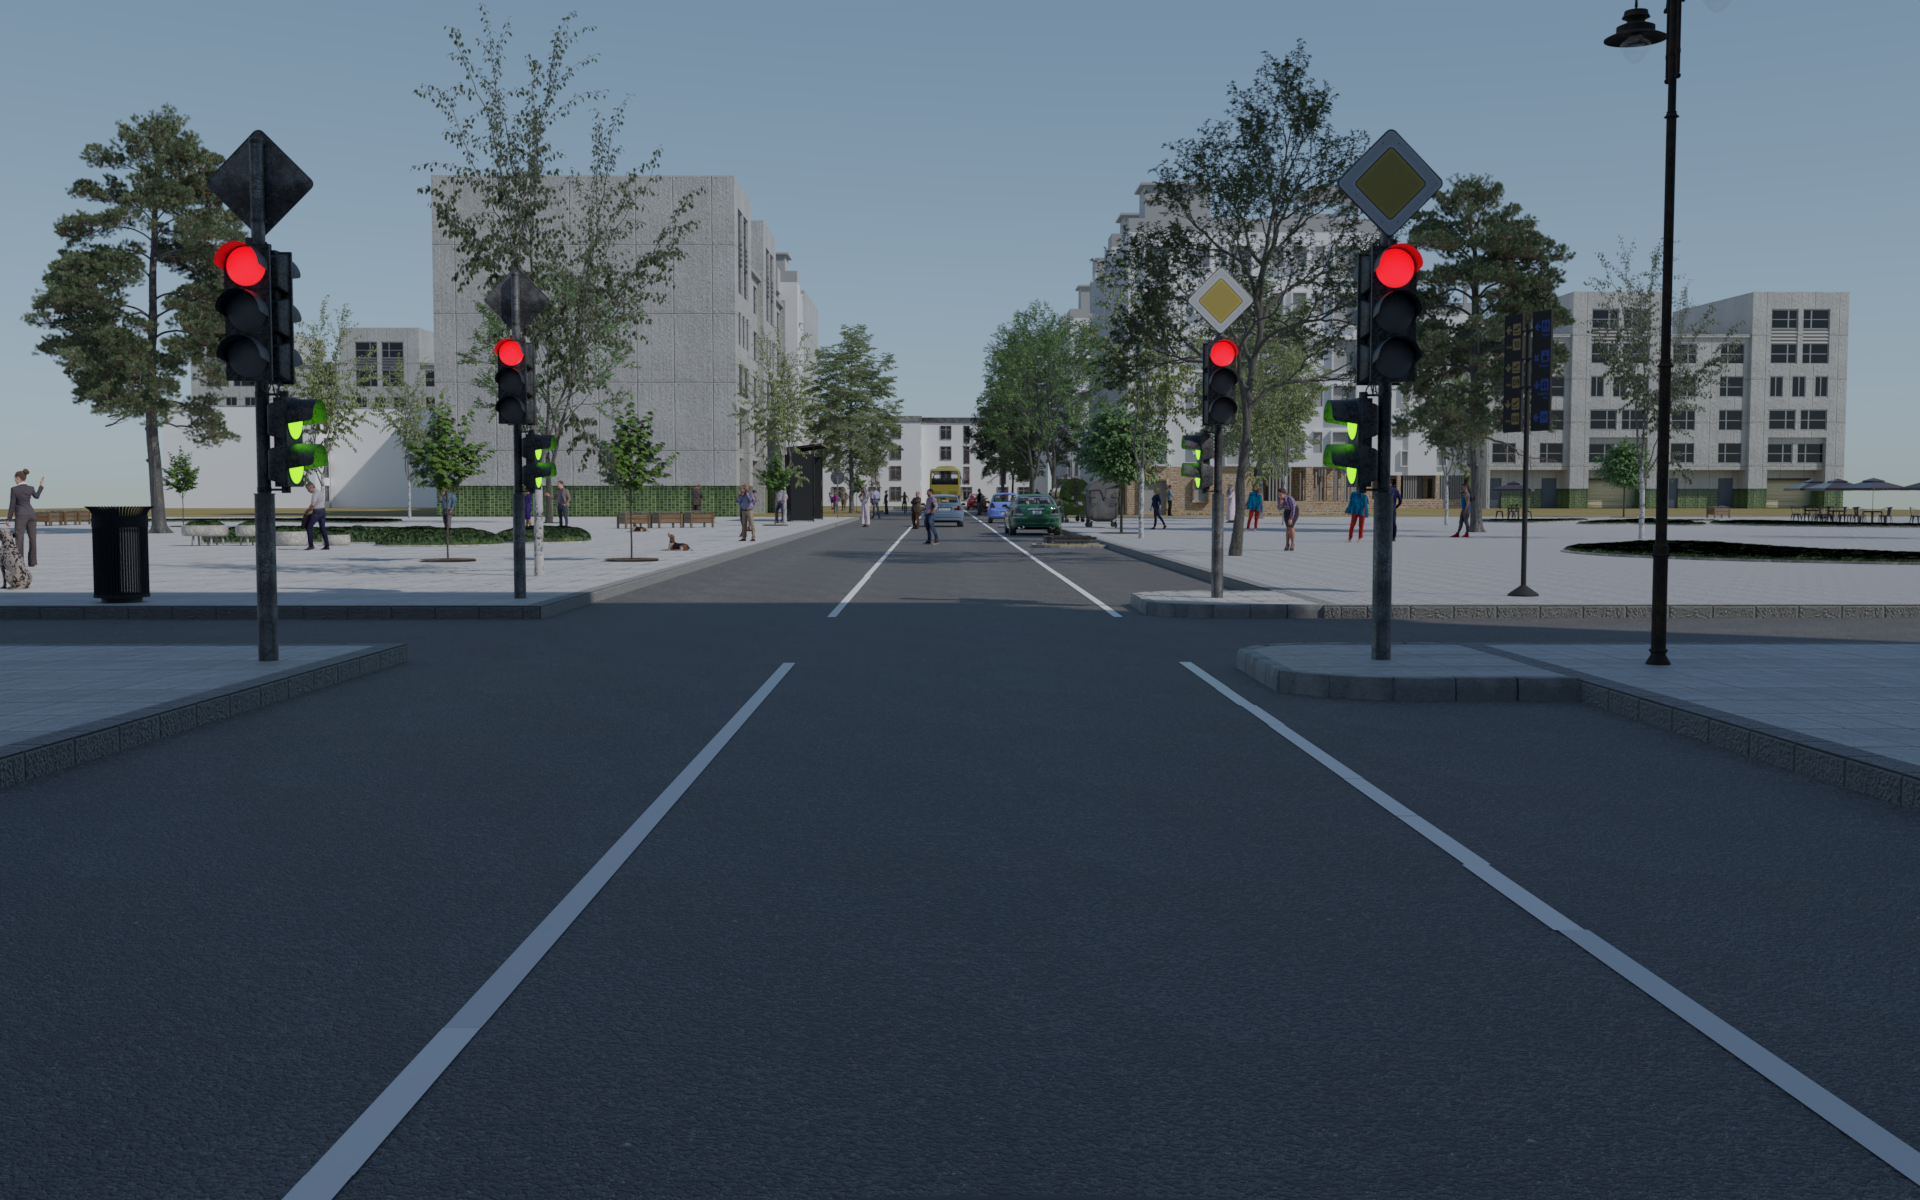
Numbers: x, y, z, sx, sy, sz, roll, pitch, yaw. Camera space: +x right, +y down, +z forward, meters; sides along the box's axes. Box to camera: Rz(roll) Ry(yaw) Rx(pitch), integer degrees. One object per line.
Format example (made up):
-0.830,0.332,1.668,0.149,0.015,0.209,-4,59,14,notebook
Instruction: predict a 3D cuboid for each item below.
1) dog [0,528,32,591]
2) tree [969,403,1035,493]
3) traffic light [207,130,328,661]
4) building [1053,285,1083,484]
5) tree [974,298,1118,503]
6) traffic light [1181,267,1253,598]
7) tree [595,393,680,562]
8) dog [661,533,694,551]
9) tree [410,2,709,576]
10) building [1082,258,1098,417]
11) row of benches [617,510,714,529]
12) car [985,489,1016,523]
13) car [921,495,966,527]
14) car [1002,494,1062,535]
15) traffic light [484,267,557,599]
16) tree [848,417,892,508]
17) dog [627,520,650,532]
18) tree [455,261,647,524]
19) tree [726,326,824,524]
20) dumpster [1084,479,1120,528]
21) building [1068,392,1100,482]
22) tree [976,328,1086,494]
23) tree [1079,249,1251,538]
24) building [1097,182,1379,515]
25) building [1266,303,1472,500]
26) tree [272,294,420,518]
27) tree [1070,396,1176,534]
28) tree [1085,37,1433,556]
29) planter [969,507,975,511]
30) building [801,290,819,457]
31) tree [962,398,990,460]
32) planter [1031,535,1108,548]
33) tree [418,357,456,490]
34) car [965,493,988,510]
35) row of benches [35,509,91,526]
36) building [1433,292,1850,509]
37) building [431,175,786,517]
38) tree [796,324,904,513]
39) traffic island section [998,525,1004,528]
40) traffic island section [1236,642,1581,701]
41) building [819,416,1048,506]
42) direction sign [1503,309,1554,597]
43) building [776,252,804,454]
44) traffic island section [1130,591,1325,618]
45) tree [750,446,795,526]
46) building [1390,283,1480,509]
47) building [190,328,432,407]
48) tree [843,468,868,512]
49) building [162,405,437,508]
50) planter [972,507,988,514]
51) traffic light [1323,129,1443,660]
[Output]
-12.822,-0.549,23.361,0.513,0.831,0.800,-1,4,-17,dog
4.219,-15.179,170.239,6.751,12.117,7.091,0,3,0,tree
-5.310,-1.467,13.224,0.839,4.213,0.868,0,4,-1,traffic light
17.193,-18.710,162.325,16.016,20.091,11.380,0,4,-1,building
4.894,-10.247,93.300,9.928,11.665,9.643,0,3,0,tree
3.162,-1.962,21.319,0.839,4.213,0.868,0,4,-1,traffic light
-6.162,-2.355,33.102,1.663,3.219,1.824,0,3,0,tree
-6.386,-1.307,39.113,0.550,0.427,0.748,-3,4,-37,dog
-6.346,-4.670,26.725,4.360,8.622,3.978,0,3,0,tree
17.330,-16.266,122.377,16.016,20.091,11.380,0,4,-1,building
-11.030,-3.057,65.445,4.104,0.672,1.422,-3,5,-43,row of benches
2.229,-4.670,85.947,1.945,1.707,3.694,0,3,0,car
-0.735,-3.953,76.628,2.014,1.417,4.499,0,4,-1,car
2.574,-3.051,61.675,2.131,1.459,4.920,0,4,-2,car
-5.398,-1.955,21.209,0.839,4.213,0.868,0,4,-1,traffic light
-8.449,-13.488,170.897,4.360,8.622,3.978,0,3,0,tree
-10.866,-2.495,58.524,0.550,0.427,0.748,-3,5,-43,dog
-17.900,-9.178,75.822,9.928,11.665,9.643,0,3,0,tree
-7.725,-7.610,74.785,4.737,8.622,4.395,0,3,0,tree
5.461,-3.718,66.548,1.264,1.857,1.865,0,4,-1,dumpster
14.287,-12.269,142.747,9.099,9.664,28.070,0,4,-1,building
4.958,-12.203,117.650,7.486,12.596,7.792,0,3,0,tree
5.477,-6.089,49.923,4.737,8.622,4.395,0,3,0,tree
17.487,-15.572,111.019,16.016,20.091,11.380,0,4,-1,building
38.397,-21.729,199.236,32.646,21.610,27.936,0,4,-1,building
-23.806,-7.006,64.903,4.737,8.622,4.395,0,3,0,tree
5.300,-4.437,56.254,4.285,4.588,4.351,0,3,0,tree
6.018,-6.183,35.498,7.601,10.594,8.767,2,4,27,tree
1.767,-7.961,151.303,1.991,0.319,1.994,0,4,-1,planter
-29.300,-17.874,158.704,31.486,18.905,16.747,0,4,-1,building
3.848,-12.065,131.667,8.767,10.594,7.601,1,4,20,tree
2.915,-1.563,46.698,1.991,0.319,1.994,0,4,-1,planter
-28.764,-8.606,91.063,4.737,8.622,4.395,0,3,0,tree
1.515,-9.186,159.235,2.155,1.783,4.494,0,4,-1,car
-36.934,-3.420,71.384,1.422,0.672,4.104,0,4,-5,row of benches
61.818,-17.949,159.930,31.486,18.905,16.747,0,4,-1,building
-21.068,-15.028,112.164,16.747,18.905,31.486,0,4,-1,building
-7.309,-12.066,115.411,7.486,12.596,7.792,0,3,0,tree
2.613,-3.106,73.654,1.991,0.108,1.994,0,4,-1,traffic island section
3.291,0.540,13.448,2.009,0.180,2.903,0,4,-1,traffic island section
-4.253,-15.172,190.216,28.070,9.664,9.099,0,4,-1,building
7.090,-1.816,21.694,0.379,3.537,0.876,-1,4,-21,direction sign
-19.975,-16.949,133.533,16.016,20.091,11.380,0,4,-1,building
3.202,0.052,21.433,2.009,0.180,2.903,0,4,-1,traffic island section
-7.390,-4.614,70.040,1.663,3.219,1.824,0,3,0,tree
40.372,-18.630,161.022,11.380,20.091,16.016,0,4,-1,building
-65.925,-19.939,192.453,31.486,18.905,16.747,0,4,-1,building
-7.259,-7.814,122.355,1.663,3.219,1.824,0,3,0,tree
-59.125,-13.513,163.085,28.070,9.664,9.099,0,4,-1,building
2.072,-6.245,123.240,1.991,0.319,1.994,0,4,-1,planter
3.251,-1.473,13.335,0.839,4.213,0.868,0,4,-1,traffic light
